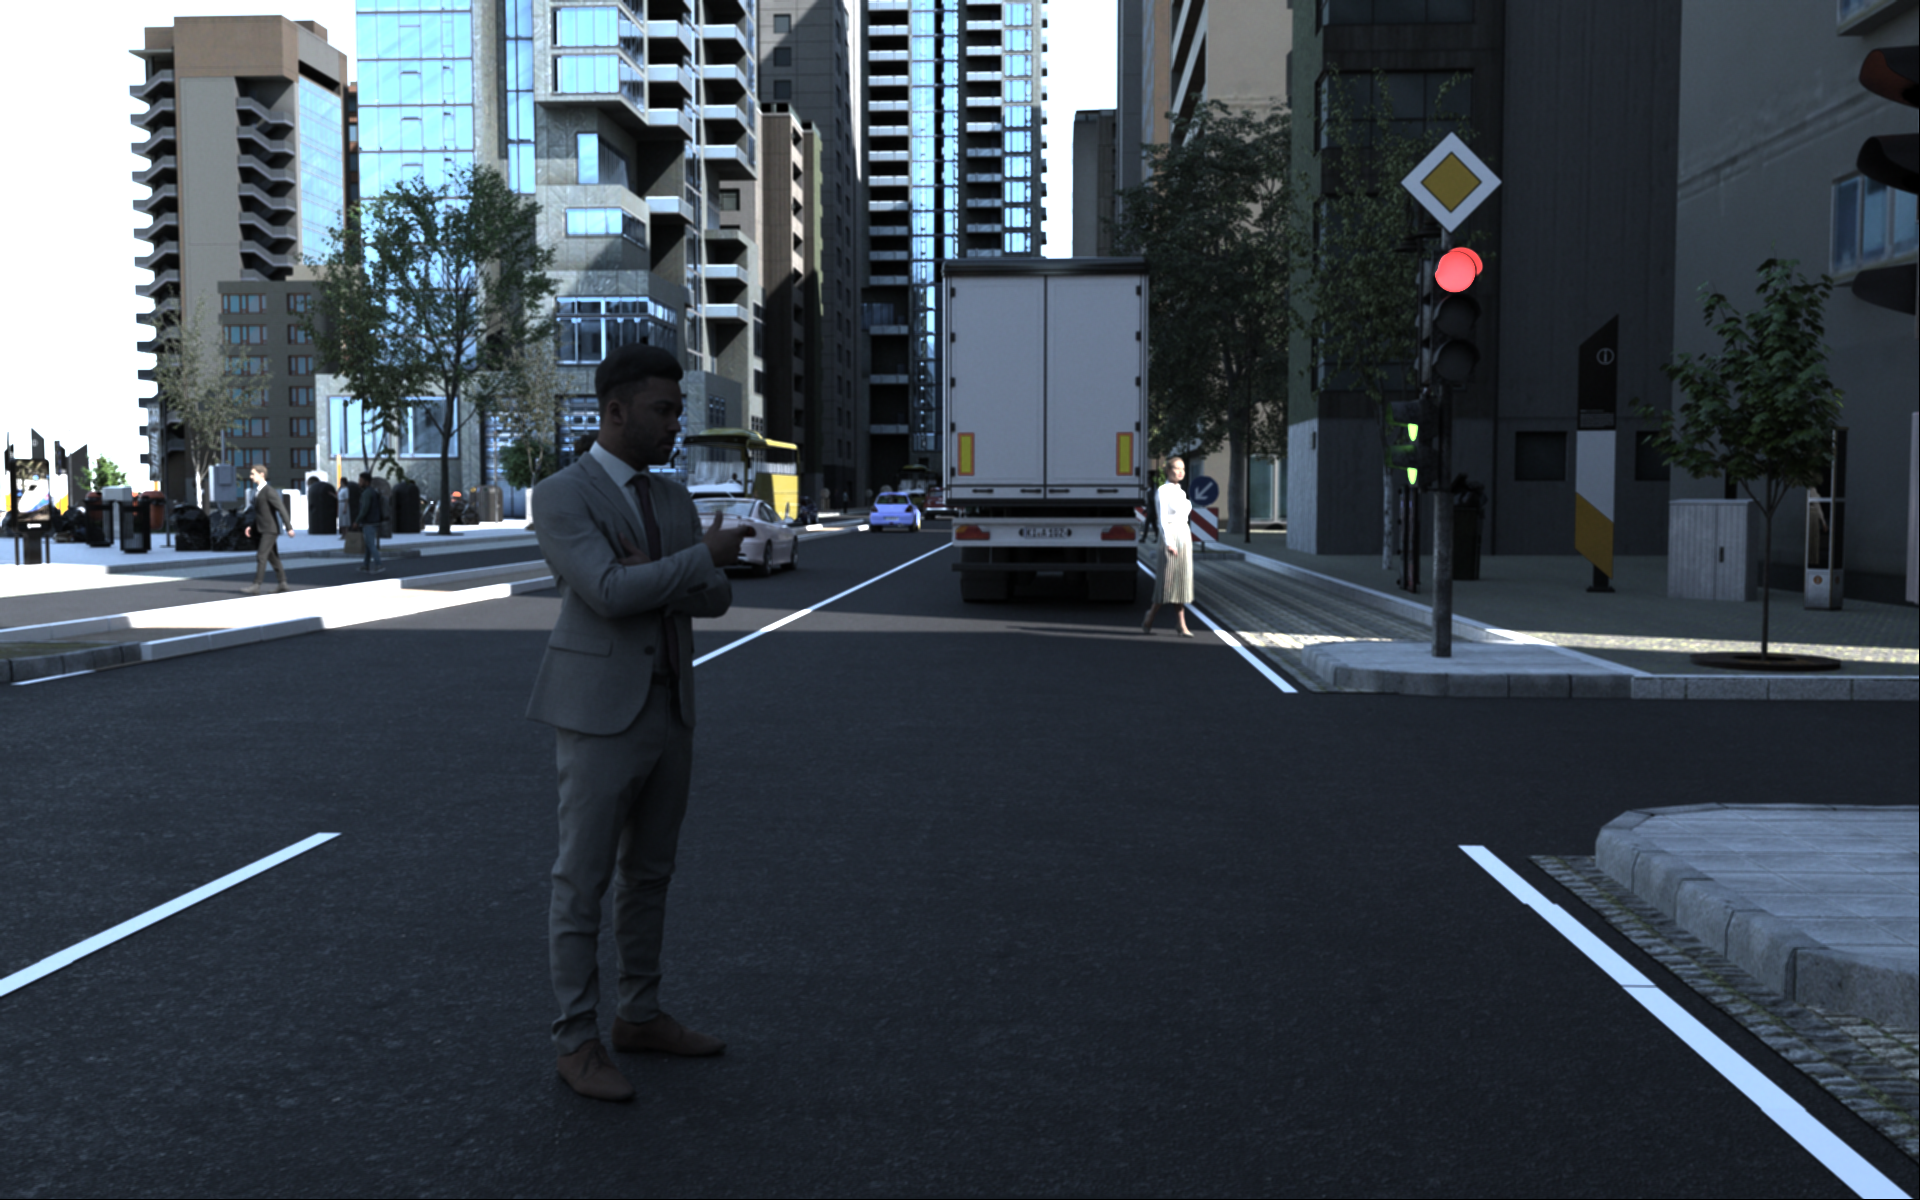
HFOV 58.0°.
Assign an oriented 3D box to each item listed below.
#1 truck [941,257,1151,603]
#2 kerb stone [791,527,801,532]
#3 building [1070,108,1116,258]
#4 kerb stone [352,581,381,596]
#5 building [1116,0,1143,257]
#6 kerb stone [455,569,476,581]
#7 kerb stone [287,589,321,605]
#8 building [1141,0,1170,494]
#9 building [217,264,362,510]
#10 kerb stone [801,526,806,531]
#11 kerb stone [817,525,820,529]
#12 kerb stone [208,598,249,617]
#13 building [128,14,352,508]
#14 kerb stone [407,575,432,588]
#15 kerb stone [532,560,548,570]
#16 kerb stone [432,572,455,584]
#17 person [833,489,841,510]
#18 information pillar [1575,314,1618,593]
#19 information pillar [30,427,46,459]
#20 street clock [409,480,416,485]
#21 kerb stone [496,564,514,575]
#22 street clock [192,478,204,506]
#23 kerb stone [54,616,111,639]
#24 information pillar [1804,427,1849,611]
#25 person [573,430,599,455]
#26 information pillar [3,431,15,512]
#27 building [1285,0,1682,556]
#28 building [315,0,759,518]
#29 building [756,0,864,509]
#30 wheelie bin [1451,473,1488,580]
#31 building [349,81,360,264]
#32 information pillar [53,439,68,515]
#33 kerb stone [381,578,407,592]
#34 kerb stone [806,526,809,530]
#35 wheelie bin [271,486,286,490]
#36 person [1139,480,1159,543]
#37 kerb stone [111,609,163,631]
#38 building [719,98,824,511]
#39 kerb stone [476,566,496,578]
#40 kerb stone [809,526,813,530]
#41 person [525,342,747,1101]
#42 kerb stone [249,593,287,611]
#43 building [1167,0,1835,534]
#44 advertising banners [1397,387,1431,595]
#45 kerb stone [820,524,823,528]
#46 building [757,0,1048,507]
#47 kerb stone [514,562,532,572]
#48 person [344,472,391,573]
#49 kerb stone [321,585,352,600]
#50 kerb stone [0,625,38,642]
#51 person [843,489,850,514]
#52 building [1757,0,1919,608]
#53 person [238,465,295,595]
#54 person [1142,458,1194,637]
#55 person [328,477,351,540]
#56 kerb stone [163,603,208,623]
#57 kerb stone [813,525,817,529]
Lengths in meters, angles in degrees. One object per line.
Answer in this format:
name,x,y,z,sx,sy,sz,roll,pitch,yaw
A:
truck,1.423,-2.278,26.164,2.839,4.237,11.283,0,4,4
kerb stone,-6.239,-2.656,65.621,0.120,0.150,1.000,0,4,3
building,18.403,-30.238,177.990,14.086,41.232,14.154,0,4,3
kerb stone,-8.535,-0.150,24.641,0.120,0.150,1.000,0,4,3
building,23.938,-37.120,148.916,21.231,58.520,28.212,0,4,3
kerb stone,-8.301,-0.400,28.740,0.120,0.150,1.000,0,4,3
kerb stone,-8.648,-0.022,22.600,0.120,0.150,1.000,0,4,3
building,18.589,-27.990,107.755,14.600,45.320,14.200,0,4,3
building,-45.012,-18.888,153.865,28.899,21.520,27.650,0,4,3
kerb stone,-6.174,-2.715,66.642,0.120,0.150,1.000,0,4,3
kerb stone,-5.943,-2.969,70.730,0.120,0.150,1.000,0,4,3
kerb stone,-8.759,0.101,20.550,0.120,0.150,1.000,0,4,3
building,-66.164,-31.236,160.821,14.200,45.320,14.600,0,4,3
kerb stone,-8.413,-0.275,26.694,0.120,0.150,1.000,0,4,3
kerb stone,-8.071,-0.650,32.836,0.120,0.150,1.000,0,4,3
kerb stone,-8.357,-0.338,27.715,0.120,0.150,1.000,0,4,3
person,-10.034,-8.205,141.115,0.530,1.710,0.541,-2,4,-25
information pillar,8.315,-1.911,22.605,0.504,3.616,0.183,1,4,16
information pillar,-32.043,-4.213,60.233,0.504,3.616,0.183,0,4,5
street clock,-27.660,-5.053,87.195,0.471,2.002,0.358,-2,4,-34
kerb stone,-8.181,-0.525,30.785,0.120,0.150,1.000,0,4,3
street clock,-37.348,-4.932,85.201,0.358,2.002,0.471,2,4,26
kerb stone,-8.928,0.289,17.482,0.120,0.150,1.000,0,4,3
information pillar,9.553,-0.894,19.109,0.304,2.012,0.304,-3,4,-39
person,-1.905,-0.046,9.592,0.599,1.781,0.374,2,4,26
information pillar,-34.954,-4.423,63.677,0.183,3.616,0.504,-2,4,-25
building,14.912,-16.537,42.075,14.160,30.474,14.107,0,4,3
building,-23.555,-48.409,104.158,22.319,86.520,31.000,0,4,3
building,-20.070,-43.838,155.000,20.611,71.187,20.563,0,4,3
wheelie bin,7.522,-1.105,25.975,0.693,1.594,0.980,2,4,26
building,-61.567,-32.529,186.478,28.867,44.769,22.147,0,4,3
information pillar,-38.682,-5.084,74.476,0.183,3.616,0.504,3,5,41
kerb stone,-8.476,-0.212,25.666,0.120,0.150,1.000,0,4,3
kerb stone,-6.114,-2.781,67.662,0.120,0.150,1.000,0,4,3
wheelie bin,-27.929,-3.850,70.855,0.980,1.594,0.693,-3,5,-41
person,5.494,-2.582,50.491,0.755,1.850,0.659,1,4,9
kerb stone,-8.864,0.226,18.506,0.120,0.150,1.000,0,4,3
building,-18.067,-21.820,128.455,14.160,30.474,14.107,0,4,3
kerb stone,-8.241,-0.462,29.765,0.120,0.150,1.000,0,4,3
kerb stone,-6.065,-2.843,68.683,0.120,0.150,1.000,0,4,3
person,-0.763,0.272,4.227,0.466,1.800,0.511,1,4,17
kerb stone,-8.701,0.038,21.579,0.120,0.150,1.000,0,4,3
building,19.952,-27.329,70.526,21.300,48.544,21.600,0,4,3
advertising banners,5.900,-1.610,22.516,0.090,3.025,2.074,0,4,6
kerb stone,-5.887,-3.031,71.751,0.120,0.150,1.000,0,4,3
building,-3.842,-53.204,182.552,31.000,86.520,22.319,0,4,3
kerb stone,-8.125,-0.588,31.806,0.120,0.150,1.000,0,4,3
person,-10.682,-1.389,31.188,0.713,1.824,0.794,1,4,17
kerb stone,-8.591,-0.083,23.621,0.120,0.150,1.000,0,4,3
kerb stone,-8.987,0.351,16.462,0.120,0.150,1.000,0,4,3
person,-8.257,-7.152,125.420,0.705,1.826,1.348,-1,4,-19
building,21.474,-24.305,21.089,21.600,48.544,21.300,0,4,3
person,-9.971,-1.008,24.755,0.755,1.850,0.659,-3,4,-38
person,2.098,-0.535,17.478,0.478,1.798,0.641,-3,4,-36
person,-17.410,-2.572,48.665,0.524,1.755,0.480,-3,5,-44
kerb stone,-8.812,0.163,19.528,0.120,0.150,1.000,0,4,3
kerb stone,-6.003,-2.906,69.706,0.120,0.150,1.000,0,4,3
